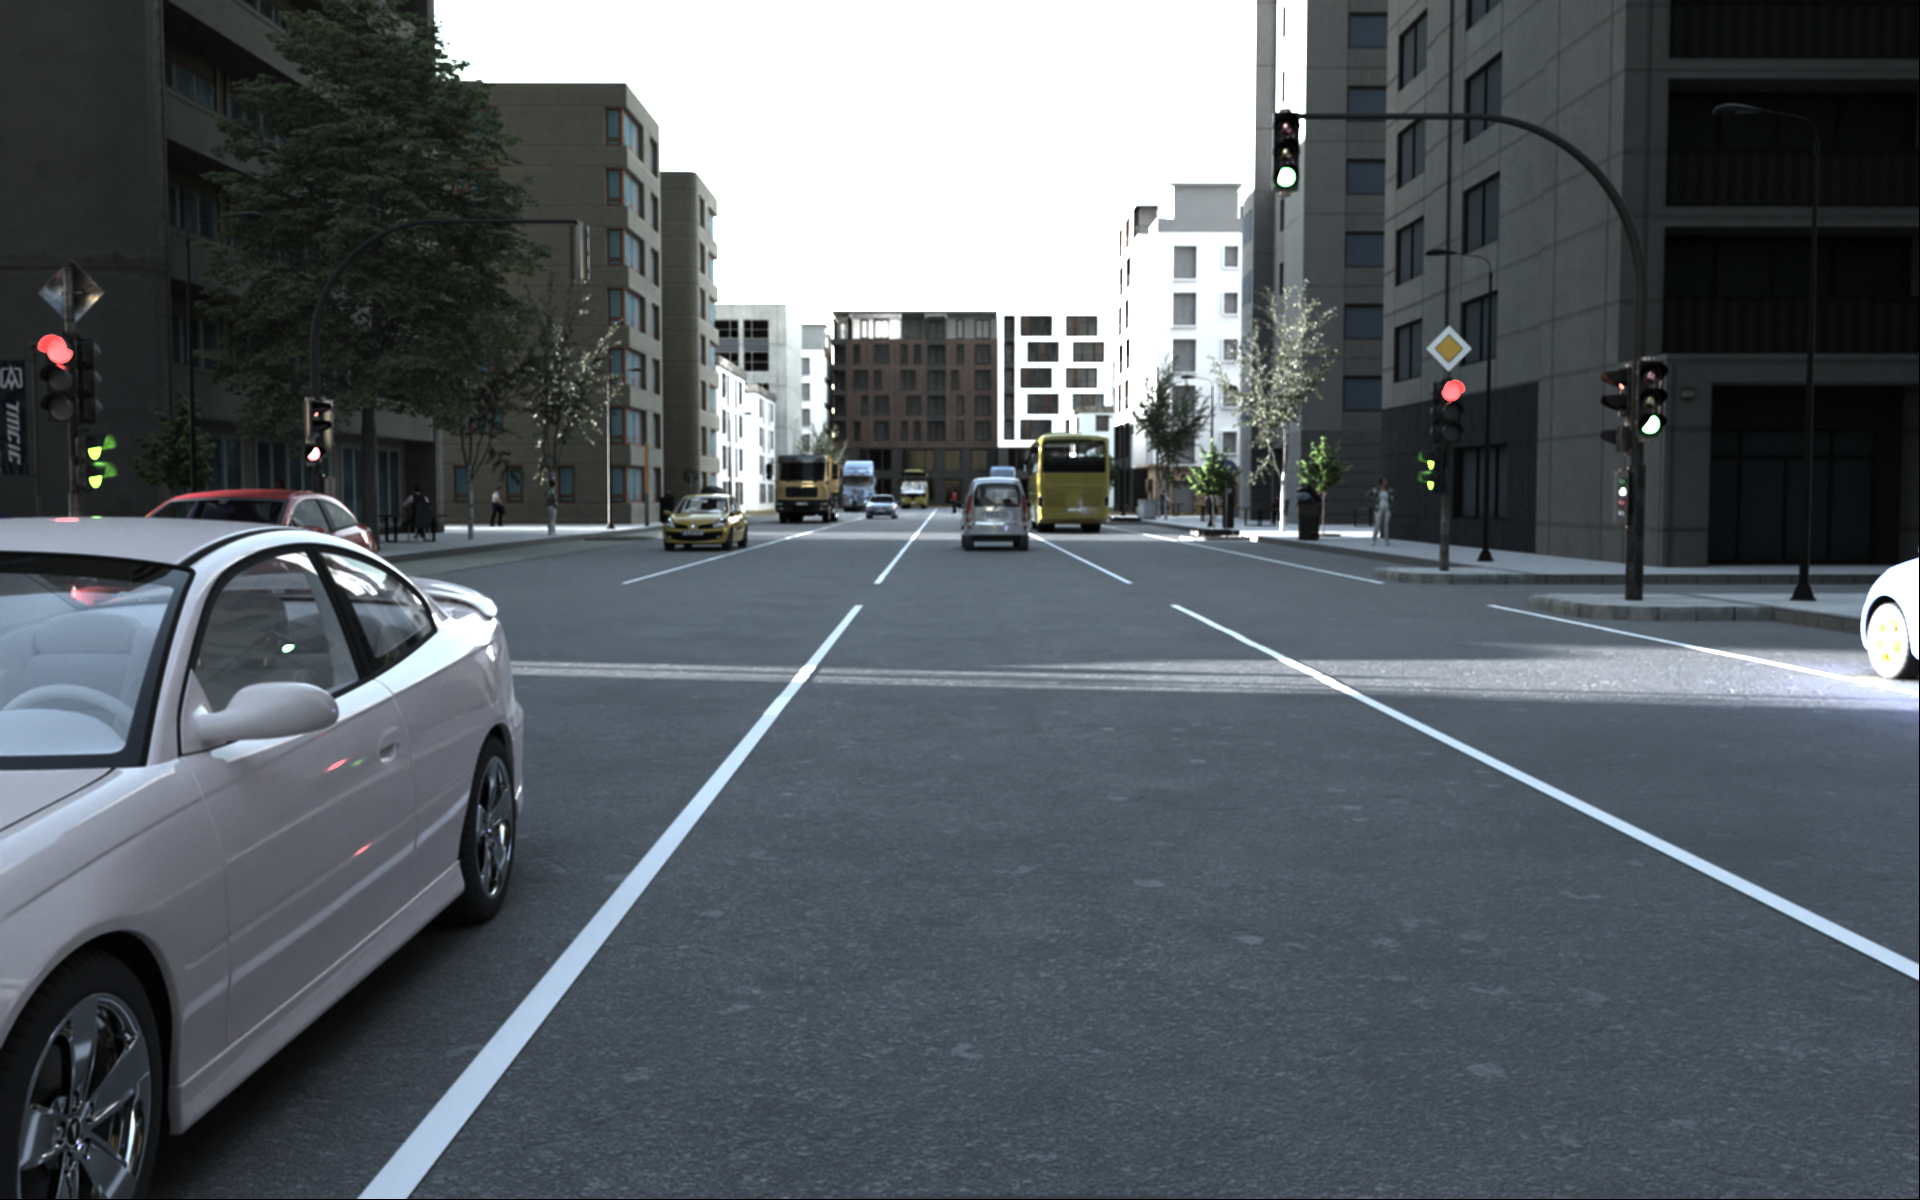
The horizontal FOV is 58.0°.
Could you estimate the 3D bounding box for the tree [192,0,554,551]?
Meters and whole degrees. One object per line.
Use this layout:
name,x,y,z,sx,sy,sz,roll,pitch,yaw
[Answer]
tree,-12.790,-7.364,38.529,7.486,12.596,7.792,0,3,0

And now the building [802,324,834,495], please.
building,-20.576,-20.927,198.576,11.380,20.091,16.016,0,4,0

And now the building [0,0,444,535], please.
building,-27.895,-25.836,46.125,21.300,48.544,21.600,0,4,0

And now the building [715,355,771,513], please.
building,-19.111,-10.779,118.379,9.099,9.664,28.070,0,4,0

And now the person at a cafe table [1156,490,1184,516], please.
person at a cafe table,11.886,-5.594,99.971,1.698,1.524,1.622,2,4,26

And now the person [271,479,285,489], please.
person,-15.919,-2.008,40.352,0.415,1.643,0.593,1,4,23

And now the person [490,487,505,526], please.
person,-18.372,-3.703,68.800,0.590,1.554,0.614,-1,4,-15

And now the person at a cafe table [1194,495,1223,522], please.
person at a cafe table,11.915,-4.467,81.552,1.698,1.524,1.622,1,4,16

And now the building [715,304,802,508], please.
building,-31.879,-18.517,169.216,31.486,18.905,16.747,0,4,0

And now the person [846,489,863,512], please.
person,-8.250,-7.784,135.757,1.348,1.826,0.705,0,4,-6

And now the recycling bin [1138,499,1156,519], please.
recycling bin,9.497,-4.612,87.959,0.722,1.027,0.722,-1,4,-22

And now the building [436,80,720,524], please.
building,-27.918,-14.825,87.425,27.650,21.520,28.899,0,4,0

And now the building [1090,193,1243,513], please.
building,25.667,-17.748,134.149,27.936,21.610,32.646,0,4,0

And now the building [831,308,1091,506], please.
building,1.903,-22.015,203.918,32.646,21.610,27.936,0,4,0

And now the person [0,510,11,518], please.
person,-9.077,-0.315,16.349,0.574,1.496,0.600,-1,4,-20

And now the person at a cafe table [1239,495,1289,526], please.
person at a cafe table,12.431,-3.611,69.906,1.726,1.238,1.698,-1,4,-21

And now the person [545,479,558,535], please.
person,-12.721,-2.882,53.889,0.376,1.734,0.841,-1,4,-14

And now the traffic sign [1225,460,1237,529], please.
traffic sign,9.787,-3.887,63.666,0.768,2.556,0.104,0,4,4

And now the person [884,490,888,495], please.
person,-7.650,-10.418,178.860,1.348,1.821,0.705,-2,4,-33

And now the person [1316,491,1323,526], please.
person,14.363,-3.760,69.883,0.453,1.535,0.546,2,4,34

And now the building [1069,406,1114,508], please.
building,15.864,-13.615,164.753,9.099,9.664,28.070,0,4,0

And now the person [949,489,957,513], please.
person,-0.460,-7.406,129.529,0.705,1.831,1.348,1,4,20

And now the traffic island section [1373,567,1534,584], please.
traffic island section,8.124,-0.410,28.985,2.009,0.180,2.903,0,4,0

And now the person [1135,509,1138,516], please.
person,10.607,-5.265,102.593,0.357,0.543,0.381,3,5,44

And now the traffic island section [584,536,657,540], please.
traffic island section,-10.540,-1.909,54.079,1.991,0.108,1.994,0,4,0

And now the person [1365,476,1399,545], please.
person,10.587,-2.239,43.376,0.841,1.734,0.376,0,4,8

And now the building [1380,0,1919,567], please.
building,22.532,-36.708,38.420,20.611,71.187,20.563,0,4,0

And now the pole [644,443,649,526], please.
pole,-12.574,-4.625,69.460,0.158,3.312,0.155,0,3,0

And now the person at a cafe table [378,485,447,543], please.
person at a cafe table,-14.618,-2.314,46.354,1.698,1.524,1.622,-3,4,-36

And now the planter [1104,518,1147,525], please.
planter,7.778,-3.725,82.043,1.991,0.319,1.994,0,4,0

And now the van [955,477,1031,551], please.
van,0.890,-2.345,45.350,2.013,2.044,4.112,0,4,-1

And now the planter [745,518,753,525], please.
planter,-10.720,-3.662,81.016,1.991,0.319,1.994,0,4,0

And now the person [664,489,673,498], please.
person,-13.651,-4.394,80.585,0.574,1.496,0.600,2,4,24

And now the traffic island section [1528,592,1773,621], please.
traffic island section,8.176,0.078,21.000,2.009,0.180,2.903,0,4,0

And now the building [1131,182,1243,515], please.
building,19.228,-15.574,111.048,16.016,20.091,11.380,0,4,0

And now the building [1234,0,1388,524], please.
building,24.759,-33.235,85.385,21.231,58.520,28.212,0,4,0

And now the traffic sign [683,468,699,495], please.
traffic sign,-13.149,-5.168,84.609,0.768,2.556,0.104,0,4,7

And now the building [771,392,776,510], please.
building,-20.085,-12.504,146.586,9.099,9.664,28.070,0,4,0

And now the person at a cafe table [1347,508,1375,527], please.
person at a cafe table,16.454,-3.654,68.260,1.698,1.524,1.622,-3,5,-41
